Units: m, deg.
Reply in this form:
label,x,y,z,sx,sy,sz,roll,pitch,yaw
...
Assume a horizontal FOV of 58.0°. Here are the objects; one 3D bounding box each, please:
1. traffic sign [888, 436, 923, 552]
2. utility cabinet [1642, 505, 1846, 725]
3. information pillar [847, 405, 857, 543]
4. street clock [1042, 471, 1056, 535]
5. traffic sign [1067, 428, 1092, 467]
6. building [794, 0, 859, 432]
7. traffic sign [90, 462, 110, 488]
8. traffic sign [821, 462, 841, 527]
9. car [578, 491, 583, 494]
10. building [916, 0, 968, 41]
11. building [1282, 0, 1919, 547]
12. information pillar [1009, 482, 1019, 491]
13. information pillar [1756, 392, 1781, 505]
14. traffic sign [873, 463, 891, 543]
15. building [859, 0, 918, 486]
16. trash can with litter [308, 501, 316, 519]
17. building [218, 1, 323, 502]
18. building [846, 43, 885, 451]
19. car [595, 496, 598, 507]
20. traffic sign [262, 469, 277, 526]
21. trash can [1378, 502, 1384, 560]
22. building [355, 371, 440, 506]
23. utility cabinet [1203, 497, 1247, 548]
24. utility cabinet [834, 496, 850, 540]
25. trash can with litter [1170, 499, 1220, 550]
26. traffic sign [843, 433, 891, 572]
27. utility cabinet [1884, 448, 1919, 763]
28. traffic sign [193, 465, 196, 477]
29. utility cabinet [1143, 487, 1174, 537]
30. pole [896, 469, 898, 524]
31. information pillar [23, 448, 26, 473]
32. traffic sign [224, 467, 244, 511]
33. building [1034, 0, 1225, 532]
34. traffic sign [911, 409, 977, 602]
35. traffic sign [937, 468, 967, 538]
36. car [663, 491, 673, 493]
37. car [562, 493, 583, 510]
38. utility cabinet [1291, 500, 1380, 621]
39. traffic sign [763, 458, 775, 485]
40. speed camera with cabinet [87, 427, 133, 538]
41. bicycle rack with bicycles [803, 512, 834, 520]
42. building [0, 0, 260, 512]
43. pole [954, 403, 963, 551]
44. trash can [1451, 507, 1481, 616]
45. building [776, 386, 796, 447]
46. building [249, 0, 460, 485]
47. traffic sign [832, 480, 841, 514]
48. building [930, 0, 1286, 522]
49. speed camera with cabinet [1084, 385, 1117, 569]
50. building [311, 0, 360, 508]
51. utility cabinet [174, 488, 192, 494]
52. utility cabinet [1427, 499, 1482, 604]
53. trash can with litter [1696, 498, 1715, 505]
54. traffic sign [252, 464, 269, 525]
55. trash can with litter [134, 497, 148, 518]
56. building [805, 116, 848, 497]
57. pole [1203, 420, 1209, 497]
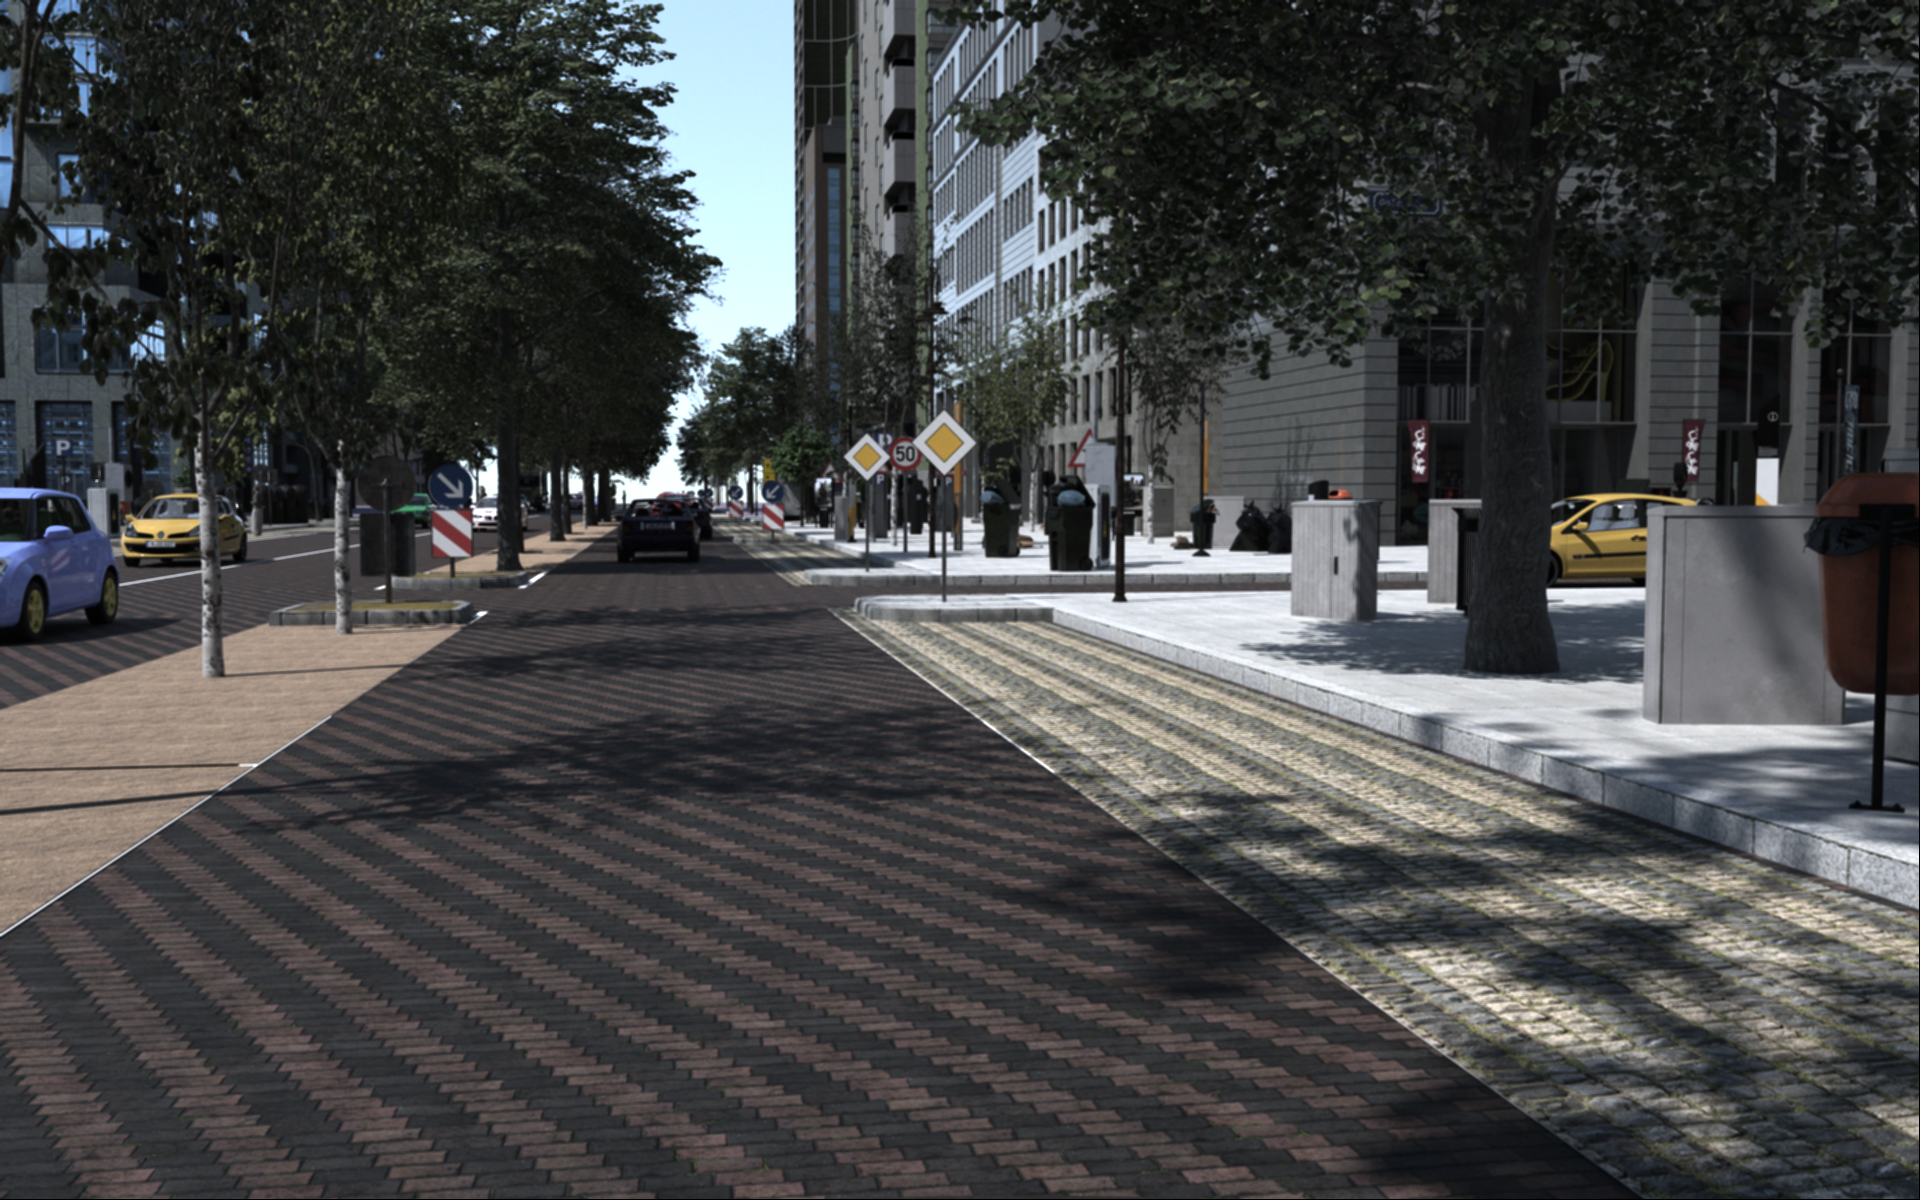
label,x,y,z,sx,sy,sz,roll,pitch,yaw
traffic sign,-1.209,-2.339,38.353,0.768,2.556,0.104,0,4,-3
utility cabinet,4.408,0.087,9.734,1.020,1.237,0.306,0,4,3
information pillar,-2.849,-3.333,45.852,0.183,3.616,0.504,1,4,11
street clock,2.764,-3.027,54.055,0.358,2.002,0.471,-2,4,-31
traffic sign,2.560,-2.101,34.351,0.884,2.594,0.081,0,4,-7
building,-12.501,-48.011,223.235,20.563,71.187,20.611,-1,4,-10
traffic sign,-27.588,-3.271,55.611,0.606,2.300,0.079,0,4,-7
traffic sign,-4.987,-4.075,66.632,0.884,2.594,0.081,0,4,-1
car,-50.270,-13.636,231.617,2.281,1.827,5.304,-1,4,-10
building,3.710,-26.752,120.995,14.154,41.232,14.086,-1,4,-10
building,23.413,-16.606,49.009,29.804,29.767,11.434,-1,4,-10
information pillar,1.983,-3.613,63.568,0.304,2.012,0.304,-2,4,-25
information pillar,18.739,-2.984,40.143,0.504,3.616,0.183,3,4,38
traffic sign,-2.256,-2.790,45.626,0.884,2.594,0.081,-1,4,-9
building,6.514,-33.829,142.343,28.713,52.752,27.495,-1,4,-10
trash can with litter,-32.958,-4.657,87.526,1.055,1.170,0.624,-3,5,-42
building,-58.089,-27.500,133.223,14.154,41.232,14.086,-1,4,-10
building,-3.761,-29.263,162.046,14.154,41.232,14.086,-1,4,-10
car,-40.479,-11.438,196.602,1.945,1.707,3.694,0,4,-8
traffic sign,-27.864,-4.146,69.913,0.606,2.300,0.079,0,4,-1
trash can,7.493,-1.258,32.218,0.748,1.137,0.748,0,3,0
building,-76.277,-21.871,202.632,27.650,21.520,28.899,-1,4,-10
utility cabinet,6.387,-1.869,41.727,1.020,1.237,0.306,2,4,24
utility cabinet,-3.313,-2.306,48.857,0.306,1.237,1.020,0,4,5
trash can with litter,5.452,-1.762,40.193,1.055,1.170,0.624,-1,4,-22
traffic sign,-1.525,-1.515,28.406,0.795,2.450,0.064,-1,4,-10
utility cabinet,5.042,0.019,8.360,1.173,1.500,0.318,-1,4,-16
traffic sign,-28.404,-3.974,65.073,0.768,2.556,0.104,-1,4,-9
utility cabinet,5.868,-2.595,51.109,0.318,1.500,1.173,3,5,42
pole,-2.656,-4.777,71.944,0.158,3.312,0.155,0,3,0
information pillar,-47.819,-5.945,88.557,0.183,3.616,0.504,-2,4,-30
traffic sign,-28.617,-4.174,68.346,0.768,2.556,0.104,0,4,-7
building,9.724,-12.998,67.276,10.420,20.320,16.860,-1,4,-10
traffic sign,-0.190,-1.033,20.533,0.795,2.450,0.064,-1,4,-10
traffic sign,-0.227,-3.107,50.808,0.884,2.594,0.081,0,4,-8
car,-40.756,-14.252,241.687,2.281,1.827,5.304,-1,4,-11
car,-29.807,-7.681,134.623,2.155,1.783,4.494,-1,4,-9
utility cabinet,3.856,-0.412,17.896,0.306,1.237,1.020,-2,4,-30
traffic sign,-9.932,-6.331,97.379,2.265,3.308,0.079,0,4,-7
speed camera with cabinet,-24.883,-3.449,50.733,0.660,3.252,2.038,0,4,-6
bicycle rack with bicycles,-7.495,-4.538,87.573,2.925,0.926,2.852,-2,4,-32
building,-57.300,-48.708,109.049,22.319,86.520,31.000,-1,4,-10
pole,-0.039,-2.759,38.953,0.158,3.312,0.155,0,3,0
trash can,5.546,-0.401,18.218,0.748,1.137,0.748,0,3,0
building,-12.160,-24.760,249.868,27.650,21.520,28.899,-1,4,-10
building,-78.548,-56.153,230.780,22.319,86.520,31.000,-1,4,-10
traffic sign,-6.241,-5.177,84.654,0.884,2.594,0.081,0,4,-1
building,6.180,-19.149,90.583,11.434,29.767,29.804,-1,4,-10
speed camera with cabinet,2.423,-2.225,30.715,0.660,3.252,2.038,1,4,17
building,-59.823,-30.398,147.122,14.600,45.320,14.200,-1,4,-10
utility cabinet,-28.613,-3.377,63.888,0.318,1.500,1.173,0,4,-8
utility cabinet,6.024,-0.561,20.330,1.020,1.237,0.306,1,4,15
trash can with litter,14.285,-1.398,33.915,2.233,1.210,1.678,-3,4,-36
traffic sign,-29.201,-4.421,72.395,0.768,2.556,0.104,0,4,-2
trash can with litter,-29.788,-3.163,63.108,0.624,1.170,1.055,-1,4,-15
building,-10.931,-34.033,206.556,14.600,45.320,14.200,-1,4,-10
pole,6.803,-3.312,47.998,0.158,3.312,0.155,0,3,0
